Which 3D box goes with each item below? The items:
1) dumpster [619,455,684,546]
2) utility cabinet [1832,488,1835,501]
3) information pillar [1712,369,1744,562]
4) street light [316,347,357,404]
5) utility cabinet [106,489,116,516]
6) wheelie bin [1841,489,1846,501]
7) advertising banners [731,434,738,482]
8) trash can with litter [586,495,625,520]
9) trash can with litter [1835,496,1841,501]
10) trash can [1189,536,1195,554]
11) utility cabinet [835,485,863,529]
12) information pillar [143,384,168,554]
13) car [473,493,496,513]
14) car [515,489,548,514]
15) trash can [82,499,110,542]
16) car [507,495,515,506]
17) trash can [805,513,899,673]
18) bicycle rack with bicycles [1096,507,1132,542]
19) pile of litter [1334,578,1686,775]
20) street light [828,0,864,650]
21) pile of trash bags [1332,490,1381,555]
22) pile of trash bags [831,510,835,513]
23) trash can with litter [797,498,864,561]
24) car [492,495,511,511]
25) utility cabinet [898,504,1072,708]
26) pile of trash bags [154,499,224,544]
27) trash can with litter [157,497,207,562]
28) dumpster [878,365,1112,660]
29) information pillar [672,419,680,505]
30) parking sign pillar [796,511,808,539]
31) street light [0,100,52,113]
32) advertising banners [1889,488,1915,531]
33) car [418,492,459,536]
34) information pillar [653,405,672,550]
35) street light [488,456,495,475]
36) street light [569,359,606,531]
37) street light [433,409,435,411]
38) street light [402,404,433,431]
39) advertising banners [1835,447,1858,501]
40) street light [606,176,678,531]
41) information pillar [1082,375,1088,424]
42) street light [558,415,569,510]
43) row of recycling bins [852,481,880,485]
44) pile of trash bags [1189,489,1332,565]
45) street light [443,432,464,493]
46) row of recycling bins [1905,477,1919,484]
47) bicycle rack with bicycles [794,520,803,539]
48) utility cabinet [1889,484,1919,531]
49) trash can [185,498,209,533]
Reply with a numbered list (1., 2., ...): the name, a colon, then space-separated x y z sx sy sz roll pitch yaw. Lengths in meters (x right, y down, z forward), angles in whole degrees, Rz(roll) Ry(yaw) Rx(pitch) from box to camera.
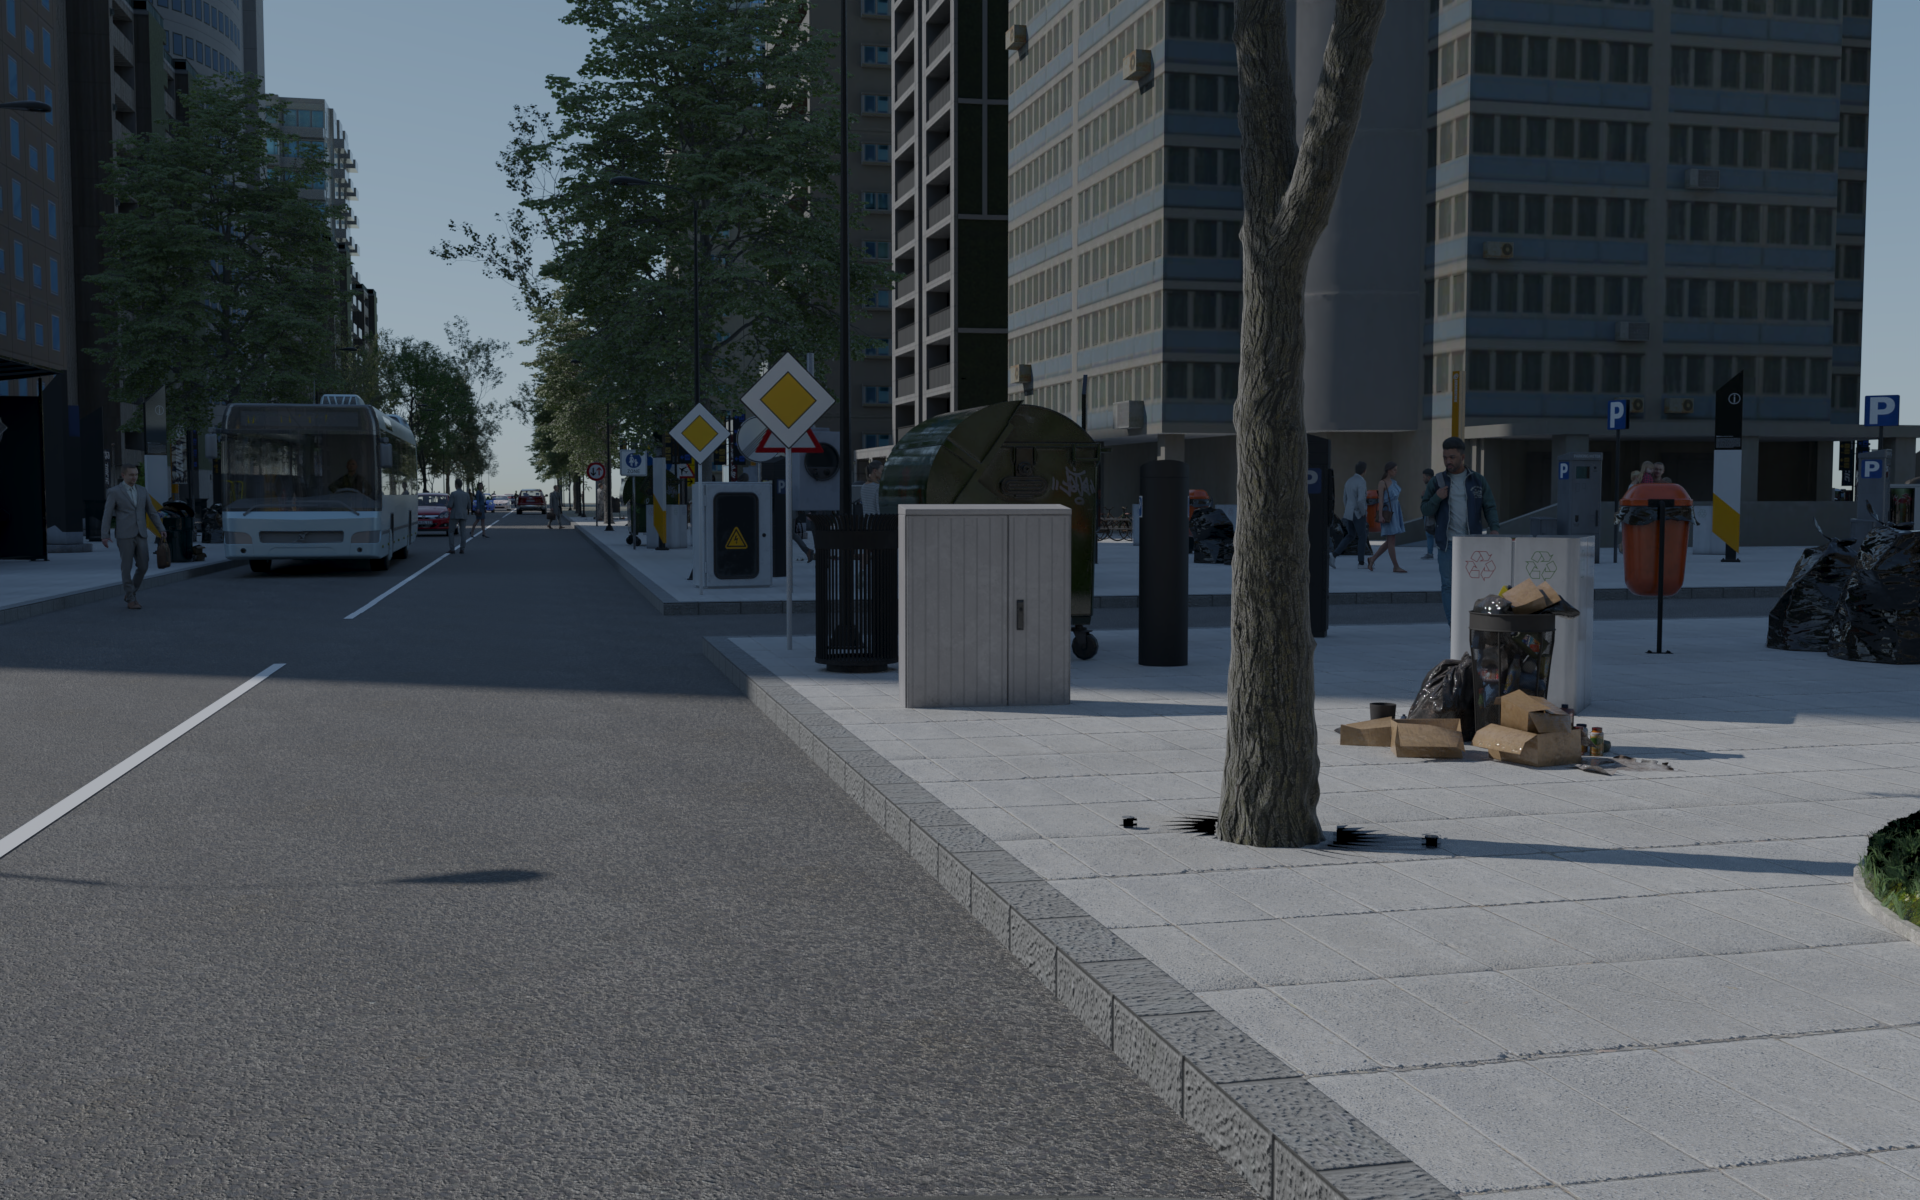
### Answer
1. dumpster: -7.694 -2.490 43.201 1.502 2.255 1.985 -1 4 -14
2. utility cabinet: 29.750 -3.140 60.024 1.173 1.500 0.318 -2 4 -24
3. information pillar: 14.447 -2.520 32.563 0.504 3.616 0.183 2 4 23
4. street light: -19.750 -5.032 54.814 1.470 5.913 1.316 -1 4 -14
5. utility cabinet: -36.384 -4.044 74.805 1.173 1.500 0.318 2 4 26
6. wheelie bin: 52.293 -5.789 102.564 0.693 1.594 0.980 0 4 3
7. advertising banners: -6.291 -3.360 51.122 0.090 3.025 2.074 2 4 26
8. trash can with litter: -17.778 -4.668 87.376 2.233 1.210 1.678 0 4 1
9. trash can with litter: 41.669 -4.454 83.882 1.678 1.210 2.233 -2 4 -25
10. trash can: 4.792 -1.571 37.332 0.748 1.137 0.748 0 3 0
11. utility cabinet: -2.538 -2.019 41.695 0.318 1.500 1.173 -3 5 -42
12. information pillar: -17.122 -2.787 36.919 0.183 3.616 0.504 2 4 32
13. car: -36.782 -7.583 133.575 1.945 1.707 3.694 -1 4 -14
14. car: -30.462 -7.003 123.174 2.281 1.827 5.304 -1 4 -12
15. trash can: -23.297 -2.149 46.786 0.748 1.137 0.748 0 3 0
16. car: -55.003 -12.156 211.327 1.945 1.354 3.894 -1 4 -14
17. trash can: -0.751 -0.058 12.604 0.748 1.137 0.748 0 3 0
18. bicycle rack with bicycles: 4.261 -2.095 47.636 2.925 0.926 2.852 2 4 23
19. pile of litter: 2.634 0.329 8.580 1.176 0.858 1.719 -2 4 -26
20. street light: -1.475 -2.544 14.130 1.470 5.913 1.316 -1 4 -14
21. pile of trash bags: 7.952 -1.651 36.745 3.447 1.369 1.912 -3 5 -42
22. pile of trash bags: -6.430 -4.779 87.897 3.447 1.369 1.912 -1 4 -18
23. trash can with litter: -2.253 -1.401 33.961 2.233 1.210 1.678 -2 4 -27
24. car: -39.542 -8.335 148.643 2.083 1.381 4.827 -1 4 -13
25. utility cabinet: 0.151 0.038 10.545 1.020 1.237 0.306 -1 4 -10
26. pile of trash bags: -19.437 -2.194 45.630 3.447 1.369 1.912 0 4 1
27. trash can with litter: -14.705 -1.305 32.728 0.624 1.170 1.055 0 4 -1
28. dumpster: 0.258 -0.703 13.993 1.502 2.255 1.985 -1 4 -14
29. information pillar: -8.095 -3.488 48.384 0.504 3.616 0.183 0 4 -1
30. parking sign pillar: -5.087 -3.735 49.536 1.447 3.967 1.447 -1 4 -17
31. street light: -11.424 -2.933 20.490 1.470 5.913 1.316 -1 4 -14
32. advertising banners: 19.829 -2.371 34.946 2.074 3.025 0.090 1 4 17
33. car: -18.370 -3.112 59.926 2.155 1.783 4.494 -1 4 -12
34. information pillar: -6.853 -2.946 39.515 0.183 3.616 0.504 -3 4 -37
35. street light: -57.261 -14.476 209.230 1.470 5.913 1.316 -1 4 -14
36. street light: -12.737 -5.350 60.014 1.470 5.913 1.316 -1 4 -14
37. street light: -29.356 -7.464 94.580 1.470 5.913 1.316 -1 4 -14
38. street light: -28.191 -7.157 89.557 1.470 5.913 1.316 -1 4 -14
39. advertising banners: 33.399 -4.219 65.170 0.090 3.025 2.074 0 4 0
40. street light: -4.435 -3.246 25.614 1.470 5.913 1.316 -1 4 -14
41. information pillar: 2.428 -2.596 33.805 0.183 3.616 0.504 0 4 8
42. street light: -22.694 -7.848 100.856 1.470 5.913 1.316 -1 4 -14
43. row of recycling bins: -2.345 -2.926 54.945 1.069 1.692 3.534 2 4 31
44. pile of trash bags: 5.127 -1.396 32.582 1.912 1.369 3.447 -1 4 -23
45. street light: -37.970 -9.586 129.271 1.470 5.913 1.316 -1 4 -14
46. row of recycling bins: 22.773 -2.062 40.828 1.069 1.692 3.534 2 4 30
47. bicycle rack with bicycles: -5.469 -1.936 45.043 2.852 0.926 2.925 -1 4 -17
48. utility cabinet: 20.809 -1.793 37.999 0.318 1.500 1.173 -2 4 -30
49. trash can: -25.369 -2.811 57.611 0.748 1.137 0.748 0 3 0
